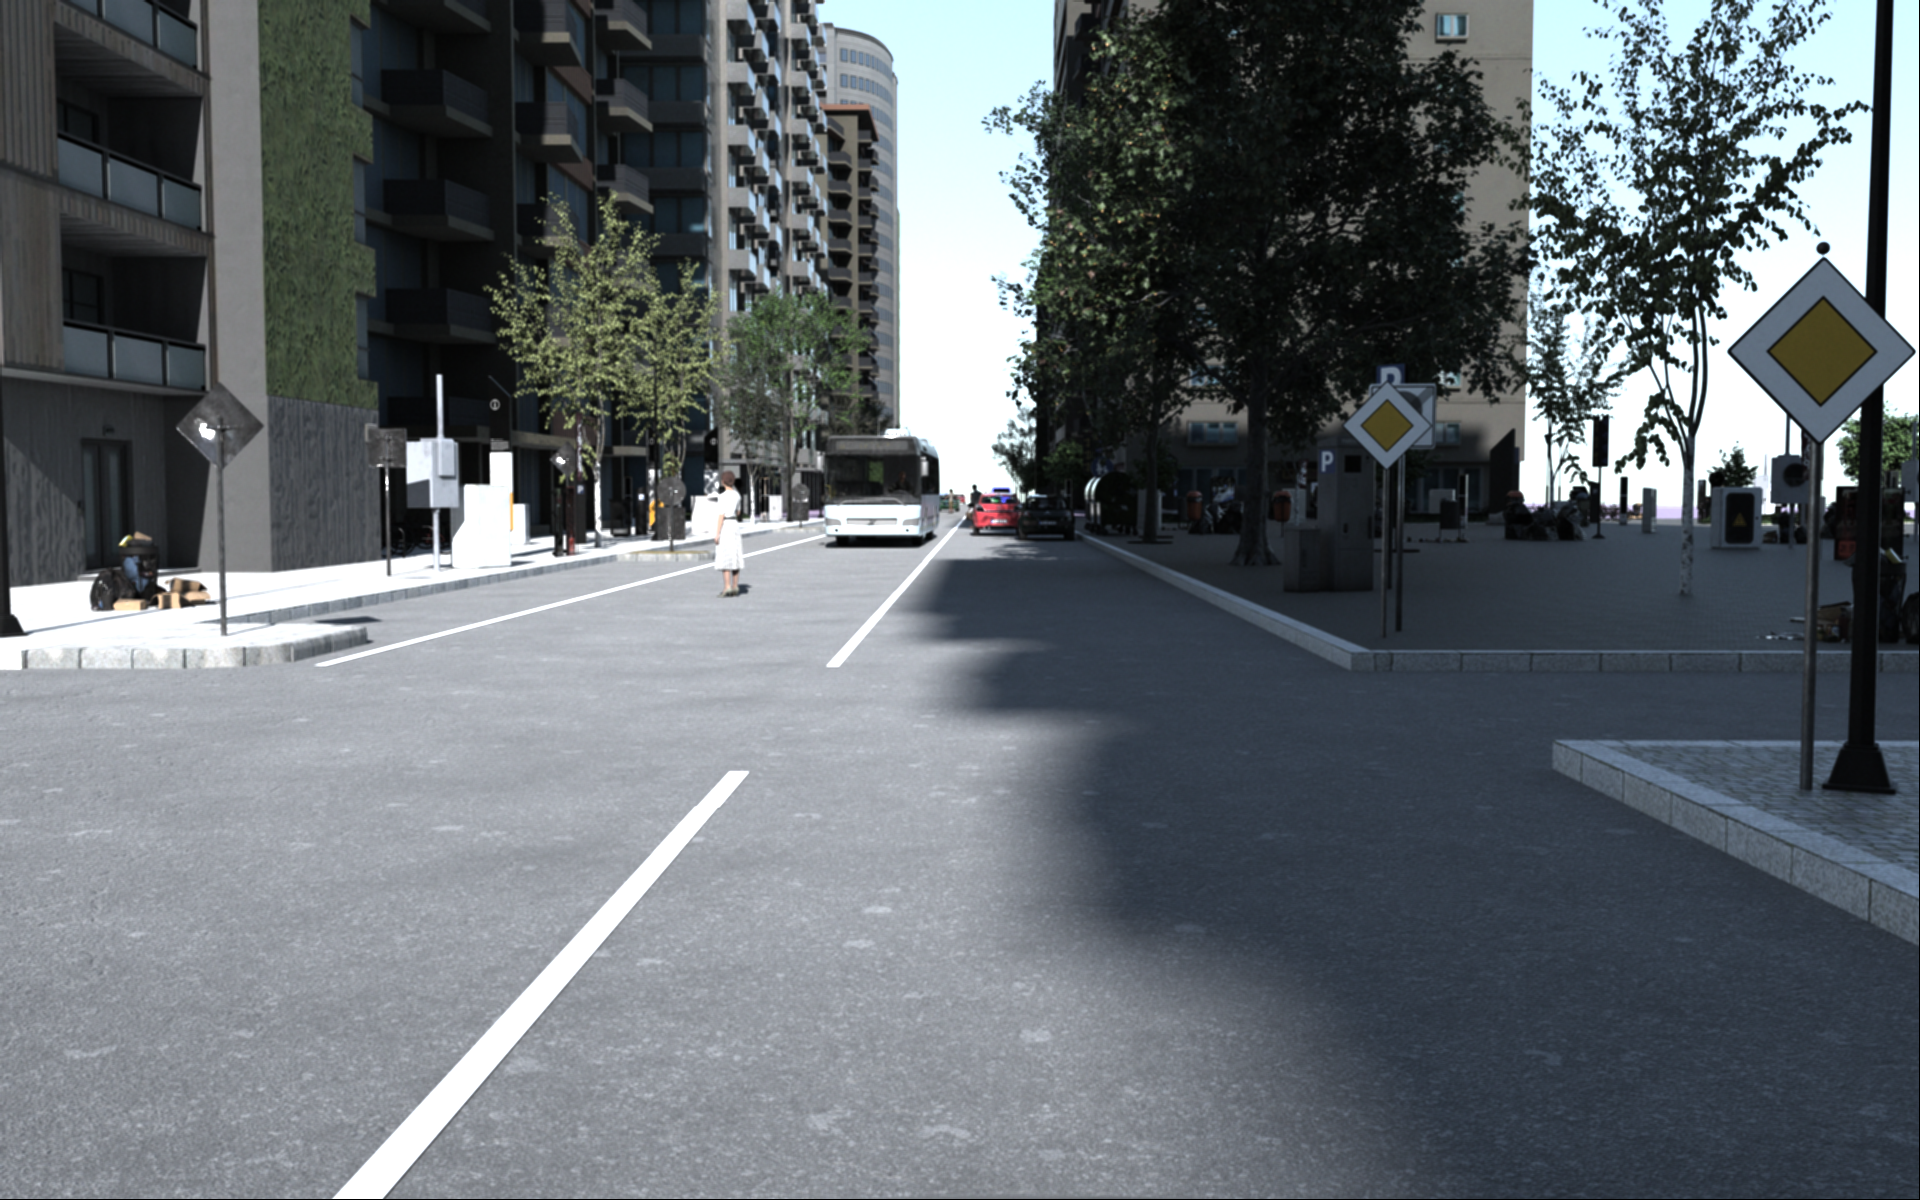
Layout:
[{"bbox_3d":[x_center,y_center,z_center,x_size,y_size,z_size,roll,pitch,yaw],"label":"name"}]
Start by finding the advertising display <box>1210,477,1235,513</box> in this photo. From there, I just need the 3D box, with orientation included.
[{"bbox_3d":[9.681,-3.585,63.835,0.974,1.923,0.123,-1,4,-19],"label":"advertising display"}]

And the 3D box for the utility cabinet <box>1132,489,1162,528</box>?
[{"bbox_3d":[6.996,-3.458,65.209,1.173,1.500,0.318,2,4,30],"label":"utility cabinet"}]

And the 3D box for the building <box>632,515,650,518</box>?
[{"bbox_3d":[-22.940,-29.728,105.660,23.786,49.044,30.456,0,4,1],"label":"building"}]

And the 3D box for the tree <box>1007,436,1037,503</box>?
[{"bbox_3d":[7.229,-15.554,204.663,4.737,8.622,4.395,0,3,0],"label":"tree"}]

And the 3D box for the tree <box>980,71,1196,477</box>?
[{"bbox_3d":[7.126,-13.444,75.701,12.611,20.169,13.585,0,3,0],"label":"tree"}]

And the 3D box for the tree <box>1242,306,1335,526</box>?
[{"bbox_3d":[12.402,-6.939,63.813,4.360,8.622,3.978,0,3,0],"label":"tree"}]

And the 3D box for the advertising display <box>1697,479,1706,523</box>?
[{"bbox_3d":[32.832,-4.371,76.687,0.123,1.923,0.974,1,4,9],"label":"advertising display"}]

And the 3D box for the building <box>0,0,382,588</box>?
[{"bbox_3d":[-18.269,-20.906,25.402,14.154,41.232,14.086,0,4,1],"label":"building"}]

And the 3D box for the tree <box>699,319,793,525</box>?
[{"bbox_3d":[-8.730,-7.454,72.239,4.360,8.622,3.978,0,3,0],"label":"tree"}]

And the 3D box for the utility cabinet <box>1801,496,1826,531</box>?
[{"bbox_3d":[29.247,-2.948,59.354,1.020,1.237,0.306,-2,4,-32],"label":"utility cabinet"}]

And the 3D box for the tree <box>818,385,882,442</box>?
[{"bbox_3d":[-7.250,-9.773,110.154,4.360,8.622,3.978,0,3,0],"label":"tree"}]

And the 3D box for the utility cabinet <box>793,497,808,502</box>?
[{"bbox_3d":[-8.032,-4.653,87.233,0.306,1.237,1.020,-2,4,-35],"label":"utility cabinet"}]

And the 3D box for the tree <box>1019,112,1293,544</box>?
[{"bbox_3d":[5.043,-7.267,44.566,9.928,11.665,9.643,0,3,0],"label":"tree"}]

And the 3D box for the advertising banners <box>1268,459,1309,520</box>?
[{"bbox_3d":[16.300,-5.489,85.940,2.074,3.025,0.090,0,4,-8],"label":"advertising banners"}]

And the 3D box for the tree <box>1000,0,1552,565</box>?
[{"bbox_3d":[5.491,-6.986,31.222,9.611,12.733,9.660,0,3,0],"label":"tree"}]

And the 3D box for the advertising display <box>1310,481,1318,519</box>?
[{"bbox_3d":[18.137,-5.050,87.783,0.123,1.923,0.974,-2,4,-34],"label":"advertising display"}]

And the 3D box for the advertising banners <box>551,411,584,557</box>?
[{"bbox_3d":[-8.129,-2.437,36.028,0.090,3.025,2.074,0,4,5],"label":"advertising banners"}]

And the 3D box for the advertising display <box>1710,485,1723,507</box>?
[{"bbox_3d":[38.409,-5.037,87.563,0.974,1.923,0.123,0,4,-7],"label":"advertising display"}]

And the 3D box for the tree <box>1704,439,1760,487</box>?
[{"bbox_3d":[27.593,-4.089,61.451,1.663,3.219,1.824,0,3,0],"label":"tree"}]

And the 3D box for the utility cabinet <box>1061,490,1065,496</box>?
[{"bbox_3d":[5.362,-4.900,88.786,0.318,1.500,1.173,0,4,-3],"label":"utility cabinet"}]

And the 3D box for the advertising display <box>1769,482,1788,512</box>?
[{"bbox_3d":[42.311,-5.163,89.632,0.974,1.923,0.123,1,4,9],"label":"advertising display"}]

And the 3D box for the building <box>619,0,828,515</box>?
[{"bbox_3d":[-22.303,-31.624,136.664,23.786,49.044,30.456,0,4,1],"label":"building"}]

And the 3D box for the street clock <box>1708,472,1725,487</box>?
[{"bbox_3d":[24.355,-3.132,55.780,0.471,2.002,0.358,2,4,32],"label":"street clock"}]

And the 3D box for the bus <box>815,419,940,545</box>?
[{"bbox_3d":[-2.145,-3.439,51.079,2.948,3.499,13.247,0,4,2],"label":"bus"}]

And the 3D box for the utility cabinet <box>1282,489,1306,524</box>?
[{"bbox_3d":[14.232,-3.981,73.771,1.173,1.500,0.318,-3,4,-37],"label":"utility cabinet"}]

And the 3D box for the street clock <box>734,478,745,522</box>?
[{"bbox_3d":[-9.994,-4.521,78.481,0.471,2.002,0.358,2,4,26],"label":"street clock"}]

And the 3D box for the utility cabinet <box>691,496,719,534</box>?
[{"bbox_3d":[-8.216,-2.763,56.344,1.020,1.237,0.306,0,4,-1],"label":"utility cabinet"}]

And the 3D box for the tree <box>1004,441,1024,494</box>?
[{"bbox_3d":[7.763,-17.736,240.345,4.360,8.622,3.978,0,3,0],"label":"tree"}]

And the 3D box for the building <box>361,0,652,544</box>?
[{"bbox_3d":[-22.611,-24.601,56.849,22.147,44.769,28.867,0,4,1],"label":"building"}]

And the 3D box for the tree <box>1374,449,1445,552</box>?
[{"bbox_3d":[9.654,-2.689,38.570,1.663,3.219,1.824,0,3,0],"label":"tree"}]

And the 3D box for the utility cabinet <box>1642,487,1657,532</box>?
[{"bbox_3d":[23.045,-3.008,57.858,0.318,1.500,1.173,2,4,29],"label":"utility cabinet"}]

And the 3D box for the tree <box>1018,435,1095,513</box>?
[{"bbox_3d":[6.302,-6.849,95.701,4.285,4.588,4.351,0,3,0],"label":"tree"}]

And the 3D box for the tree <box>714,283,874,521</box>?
[{"bbox_3d":[-8.187,-9.697,84.300,9.928,11.665,9.643,0,3,0],"label":"tree"}]

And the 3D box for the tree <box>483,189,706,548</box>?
[{"bbox_3d":[-8.885,-5.550,41.111,4.737,8.622,4.395,0,3,0],"label":"tree"}]

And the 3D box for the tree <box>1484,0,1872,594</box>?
[{"bbox_3d":[9.116,-4.388,22.106,4.737,8.622,4.395,0,3,0],"label":"tree"}]

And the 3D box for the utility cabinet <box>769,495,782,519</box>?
[{"bbox_3d":[-9.640,-4.794,89.550,1.020,1.237,0.306,3,5,42],"label":"utility cabinet"}]

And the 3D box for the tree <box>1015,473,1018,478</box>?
[{"bbox_3d":[6.538,-10.255,151.381,4.285,4.588,4.351,0,3,0],"label":"tree"}]

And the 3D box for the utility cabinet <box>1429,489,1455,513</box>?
[{"bbox_3d":[23.068,-4.541,82.921,1.173,1.500,0.318,3,4,37],"label":"utility cabinet"}]

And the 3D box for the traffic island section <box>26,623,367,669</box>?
[{"bbox_3d":[-6.681,0.404,15.670,2.009,0.180,2.903,0,4,1],"label":"traffic island section"}]

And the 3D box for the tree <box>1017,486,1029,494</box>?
[{"bbox_3d":[8.205,-13.498,215.287,1.663,3.219,1.824,0,3,0],"label":"tree"}]

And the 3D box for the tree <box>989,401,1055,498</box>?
[{"bbox_3d":[6.585,-14.651,173.951,8.767,10.594,7.601,2,4,27],"label":"tree"}]

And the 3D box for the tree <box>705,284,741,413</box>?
[{"bbox_3d":[-8.872,-6.279,53.028,4.737,8.622,4.395,0,3,0],"label":"tree"}]

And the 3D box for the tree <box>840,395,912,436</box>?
[{"bbox_3d":[-7.588,-13.905,161.754,8.767,10.594,7.601,-1,4,-10],"label":"tree"}]

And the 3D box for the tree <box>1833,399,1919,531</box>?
[{"bbox_3d":[31.887,-4.659,59.892,4.285,4.588,4.351,0,3,0],"label":"tree"}]

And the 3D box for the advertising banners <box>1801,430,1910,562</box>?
[{"bbox_3d":[17.229,-2.281,33.476,0.090,3.025,2.074,-3,5,-44],"label":"advertising banners"}]

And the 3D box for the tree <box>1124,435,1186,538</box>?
[{"bbox_3d":[5.741,-3.441,50.864,1.663,3.219,1.824,0,3,0],"label":"tree"}]
